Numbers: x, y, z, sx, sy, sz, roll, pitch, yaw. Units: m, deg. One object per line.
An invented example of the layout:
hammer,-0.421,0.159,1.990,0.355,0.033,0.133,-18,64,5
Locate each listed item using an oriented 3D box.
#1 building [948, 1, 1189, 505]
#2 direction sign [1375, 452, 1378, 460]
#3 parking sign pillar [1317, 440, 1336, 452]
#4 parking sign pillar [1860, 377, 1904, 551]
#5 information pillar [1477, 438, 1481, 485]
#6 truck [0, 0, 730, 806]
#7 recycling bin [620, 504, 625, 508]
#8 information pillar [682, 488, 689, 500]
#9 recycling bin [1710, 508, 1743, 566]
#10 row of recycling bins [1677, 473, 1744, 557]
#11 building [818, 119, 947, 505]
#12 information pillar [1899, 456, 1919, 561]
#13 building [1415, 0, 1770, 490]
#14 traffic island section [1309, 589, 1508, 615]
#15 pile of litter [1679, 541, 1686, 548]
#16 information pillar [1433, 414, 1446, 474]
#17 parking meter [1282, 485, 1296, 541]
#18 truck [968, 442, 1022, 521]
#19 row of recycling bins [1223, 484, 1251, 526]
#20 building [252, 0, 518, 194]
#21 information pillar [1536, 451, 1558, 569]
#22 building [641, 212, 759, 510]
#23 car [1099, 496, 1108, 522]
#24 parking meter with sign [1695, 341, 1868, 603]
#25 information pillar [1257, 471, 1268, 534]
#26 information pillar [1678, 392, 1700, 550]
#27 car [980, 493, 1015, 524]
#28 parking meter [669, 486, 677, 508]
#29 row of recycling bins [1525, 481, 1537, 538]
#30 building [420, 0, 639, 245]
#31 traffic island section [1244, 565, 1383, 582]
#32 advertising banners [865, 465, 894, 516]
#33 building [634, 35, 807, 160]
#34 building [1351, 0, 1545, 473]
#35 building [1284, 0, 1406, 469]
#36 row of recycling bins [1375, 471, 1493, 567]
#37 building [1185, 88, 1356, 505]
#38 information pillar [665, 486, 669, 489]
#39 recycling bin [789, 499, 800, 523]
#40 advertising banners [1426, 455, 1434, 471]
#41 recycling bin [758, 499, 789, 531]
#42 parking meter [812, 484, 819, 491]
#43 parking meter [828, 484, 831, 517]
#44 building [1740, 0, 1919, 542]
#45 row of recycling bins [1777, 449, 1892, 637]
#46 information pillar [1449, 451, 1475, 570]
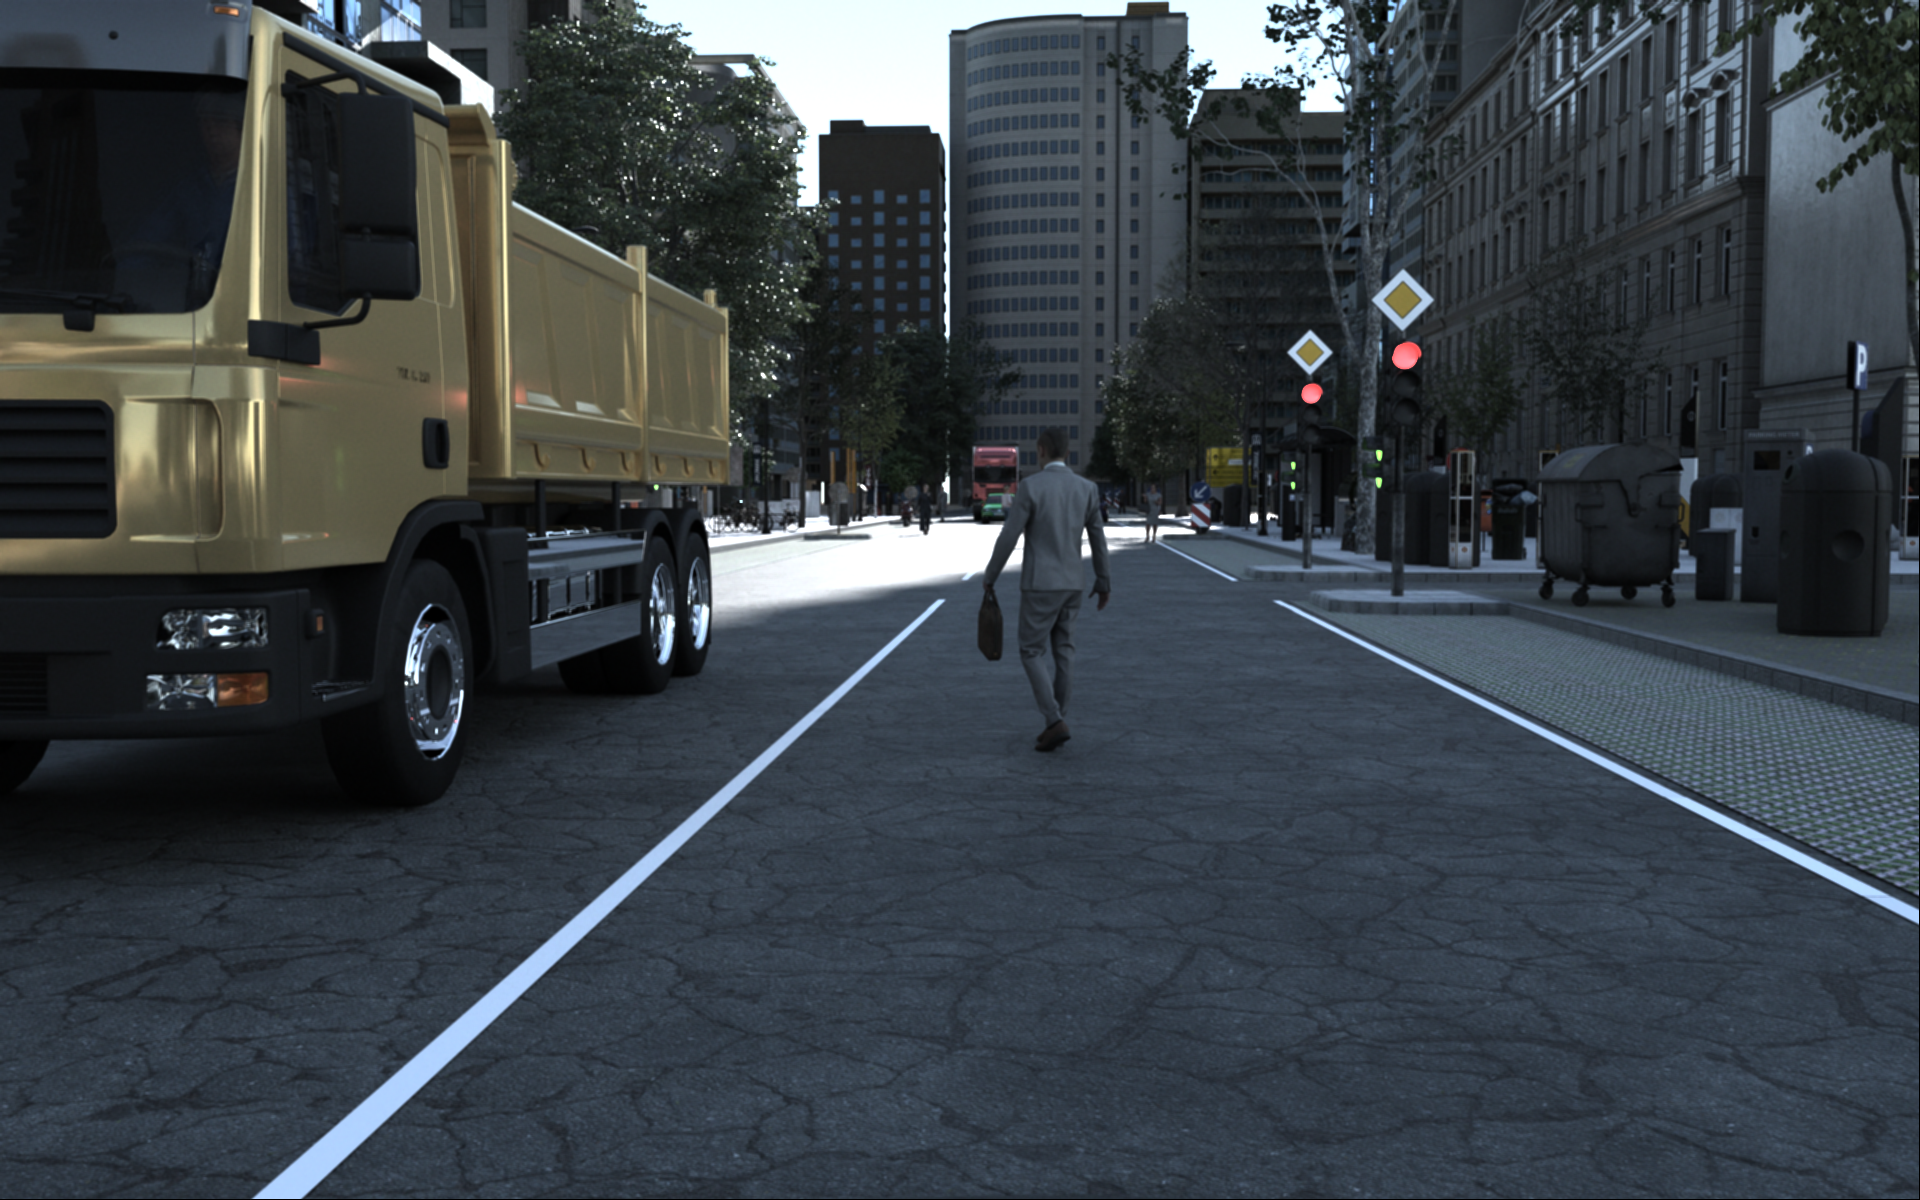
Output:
building,12.911,-40.986,212.126,28.212,58.520,21.231,0,4,3
direction sign,20.448,-5.723,85.563,0.379,3.537,0.876,-1,4,-11
parking sign pillar,17.319,-5.673,81.231,1.447,3.967,1.447,2,4,29
parking sign pillar,21.007,-3.123,39.527,1.447,3.967,1.447,-3,5,-40
information pillar,21.563,-4.936,72.053,0.183,3.616,0.504,1,4,21
truck,-3.519,-0.870,10.144,3.469,3.379,9.791,0,4,3
recycling bin,-8.783,-1.854,42.871,0.722,1.027,0.722,3,4,38
information pillar,-15.725,-5.795,99.232,0.304,2.012,0.304,0,4,0
recycling bin,13.954,-1.136,31.132,0.722,1.027,0.722,3,5,43
row of recycling bins,15.235,-1.683,34.628,1.069,1.692,3.534,1,4,15
building,-9.088,-34.257,210.217,14.200,45.320,14.600,0,4,3
information pillar,18.358,-1.770,33.428,0.304,2.012,0.304,1,4,11
building,32.464,-17.938,90.557,12.463,27.353,25.104,0,4,3
traffic island section,5.525,0.030,21.793,2.009,0.180,2.903,0,4,3
pile of litter,17.048,-1.702,41.801,1.176,0.858,1.719,3,4,37
information pillar,14.125,-3.648,51.001,0.183,3.616,0.504,-1,4,-21
parking meter,9.025,-2.391,47.496,0.372,1.533,0.369,0,3,0
truck,1.998,-6.555,96.091,2.839,4.237,11.283,0,4,2
row of recycling bins,11.492,-3.968,71.996,1.069,1.692,3.534,1,4,15
building,-29.206,-45.609,58.378,22.319,86.520,31.000,0,4,3
information pillar,10.032,-1.536,29.609,0.304,2.012,0.304,1,4,13
building,-30.422,-16.917,121.626,27.650,21.520,28.899,0,4,3
car,6.691,-4.687,89.220,1.945,1.354,3.894,0,4,1
parking meter with sign,9.662,-1.480,20.465,1.738,3.016,0.543,3,5,41
information pillar,9.677,-3.114,55.403,0.304,2.012,0.304,1,4,16
information pillar,16.784,-2.967,39.868,0.183,3.616,0.504,-1,4,-20
car,2.002,-4.592,83.869,1.959,1.807,4.718,0,4,4
parking meter,-16.755,-5.841,101.208,0.399,1.863,0.255,1,4,22
row of recycling bins,17.047,-2.719,51.564,1.069,1.692,3.534,-2,4,-23
building,-25.333,-19.493,90.413,14.160,30.474,14.107,0,4,3
traffic island section,5.984,-0.458,29.765,2.009,0.180,2.903,0,4,3
advertising banners,-4.832,-6.525,102.873,2.074,3.025,0.090,2,4,32
building,-26.694,-28.187,152.737,23.993,40.220,32.217,0,4,3
building,43.393,-26.197,120.204,32.217,40.220,23.993,0,4,3
building,41.093,-51.011,146.701,22.319,86.520,31.000,0,4,3
row of recycling bins,8.565,-1.519,31.950,1.069,1.692,3.534,0,4,-6
building,37.927,-35.882,210.373,21.600,48.544,21.300,0,4,3
information pillar,-17.454,-6.066,103.668,0.304,2.012,0.304,2,4,33
recycling bin,-7.434,-3.994,77.857,0.722,1.027,0.722,0,4,8
advertising banners,22.019,-5.047,78.711,2.074,3.025,0.090,-1,4,-20
recycling bin,-6.661,-2.983,61.328,0.722,1.027,0.722,-3,5,-41
parking meter,-8.046,-5.553,96.496,0.399,1.863,0.255,-1,4,-9
parking meter,-7.088,-5.481,95.317,0.255,1.863,0.399,1,4,17
building,32.875,-11.154,46.995,19.286,19.102,10.561,0,4,3
row of recycling bins,8.621,-0.608,17.052,1.069,1.692,3.534,2,4,26
information pillar,8.550,-1.531,29.527,0.304,2.012,0.304,-1,4,-9
